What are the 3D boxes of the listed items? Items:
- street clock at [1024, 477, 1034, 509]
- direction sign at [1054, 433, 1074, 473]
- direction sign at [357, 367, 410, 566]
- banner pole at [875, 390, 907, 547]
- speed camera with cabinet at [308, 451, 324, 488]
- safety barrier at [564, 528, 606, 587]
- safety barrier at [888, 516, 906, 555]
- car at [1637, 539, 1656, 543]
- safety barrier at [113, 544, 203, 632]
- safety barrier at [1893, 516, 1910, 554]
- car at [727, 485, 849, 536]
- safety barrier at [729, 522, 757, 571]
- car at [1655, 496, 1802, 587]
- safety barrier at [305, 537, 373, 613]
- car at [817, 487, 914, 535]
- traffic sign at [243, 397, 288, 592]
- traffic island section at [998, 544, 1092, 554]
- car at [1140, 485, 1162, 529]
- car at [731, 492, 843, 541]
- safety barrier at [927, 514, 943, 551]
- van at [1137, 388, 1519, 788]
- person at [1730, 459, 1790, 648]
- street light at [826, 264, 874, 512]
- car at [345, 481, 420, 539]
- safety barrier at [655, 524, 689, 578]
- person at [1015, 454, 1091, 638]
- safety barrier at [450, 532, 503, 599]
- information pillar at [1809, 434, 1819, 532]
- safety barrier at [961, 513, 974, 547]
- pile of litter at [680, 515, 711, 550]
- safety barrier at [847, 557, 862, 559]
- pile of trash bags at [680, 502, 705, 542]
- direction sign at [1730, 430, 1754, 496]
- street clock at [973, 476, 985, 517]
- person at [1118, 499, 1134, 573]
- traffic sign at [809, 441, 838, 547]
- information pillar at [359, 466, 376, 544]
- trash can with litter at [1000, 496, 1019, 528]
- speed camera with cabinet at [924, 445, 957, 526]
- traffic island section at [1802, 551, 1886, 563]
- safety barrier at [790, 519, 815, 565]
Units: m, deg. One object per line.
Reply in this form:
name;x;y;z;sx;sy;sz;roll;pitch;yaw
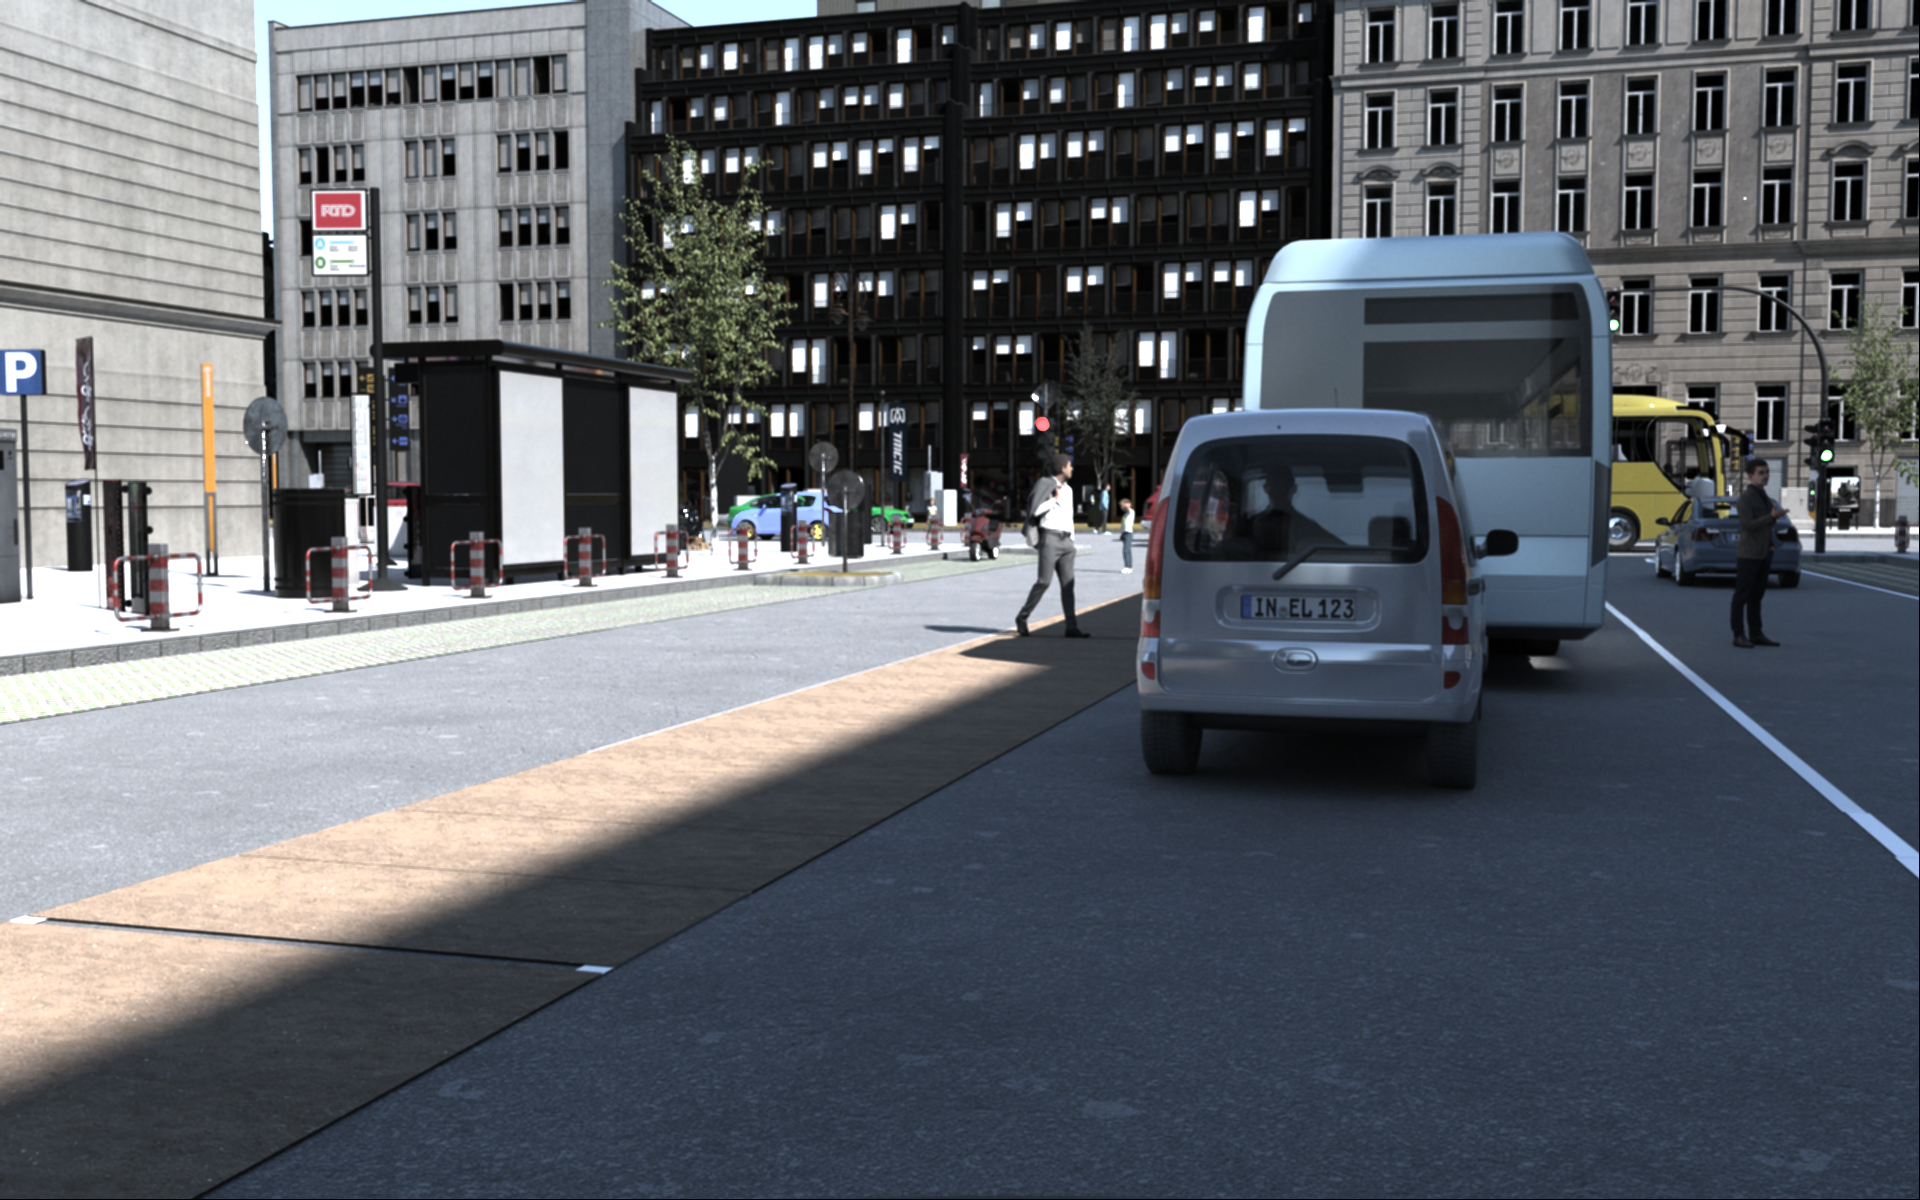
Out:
street clock;2.966;-4.253;74.102;0.358;2.002;0.471;-2;4;-27
direction sign;3.820;-4.451;64.776;0.876;3.537;0.379;1;4;11
direction sign;-10.316;-2.390;31.067;0.876;3.537;0.379;0;4;-7
banner pole;-1.652;-3.173;41.895;0.863;3.779;0.401;1;4;16
speed camera with cabinet;-29.417;-5.203;79.400;0.660;3.252;2.038;-1;4;-12
safety barrier;-5.167;-0.587;23.876;0.300;0.817;1.120;1;4;16
safety barrier;-1.335;-1.376;36.775;0.300;0.817;1.120;1;4;16
car;18.770;-2.084;46.078;4.499;1.417;2.014;1;4;15
safety barrier;-7.463;-0.114;16.141;0.300;0.817;1.120;1;4;16
safety barrier;20.346;-1.414;37.398;0.300;0.817;1.120;1;4;16
car;-5.482;-3.028;58.310;4.718;1.807;1.959;1;4;17
safety barrier;-3.637;-0.903;29.039;0.300;0.817;1.120;1;4;16
car;12.397;-0.982;28.058;2.014;1.417;4.499;1;4;16
safety barrier;-6.699;-0.272;18.716;0.300;0.817;1.120;1;4;16
car;-3.967;-3.285;62.501;4.718;1.807;1.959;1;4;18
traffic sign;-9.106;-1.381;22.679;0.768;2.556;0.104;2;4;24
traffic island section;2.064;-1.232;42.432;2.009;0.180;2.903;1;4;16
car;8.090;-2.655;52.079;5.304;1.827;2.281;1;4;15
car;-5.295;-2.701;53.751;3.694;1.707;1.945;1;4;17
safety barrier;-0.576;-1.533;39.346;0.300;0.817;1.120;1;4;16
van;2.158;-0.180;9.954;2.013;2.044;4.112;1;4;17
person;7.546;-0.435;16.137;0.617;1.759;0.750;-2;4;-26
street light;-2.201;-3.803;34.967;0.468;5.910;1.993;1;4;16
car;-17.423;-2.665;52.249;5.304;1.827;2.281;1;4;15
safety barrier;-4.400;-0.745;26.463;0.300;0.817;1.120;1;4;16
person;0.905;-0.528;17.240;0.850;1.850;0.679;3;4;37
safety barrier;-5.934;-0.429;21.290;0.300;0.817;1.120;1;4;16
information pillar;29.263;-4.144;59.107;0.183;3.616;0.504;-3;4;-36
safety barrier;0.193;-1.691;41.929;0.300;0.817;1.120;1;4;16
pile of litter;-6.289;-1.611;40.298;1.176;0.858;1.719;1;4;18
safety barrier;-2.108;-1.218;34.188;0.300;0.817;1.120;1;4;16
pile of trash bags;-8.307;-2.150;44.908;3.447;1.369;1.912;0;4;-3
direction sign;27.830;-4.262;61.681;0.876;3.537;0.379;-1;4;-10
street clock;0.748;-3.931;68.839;0.471;2.002;0.358;0;4;-4
person;3.023;-1.174;31.608;0.340;1.345;0.435;-1;4;-17
traffic sign;-3.312;-2.555;41.881;0.768;2.556;0.104;1;4;19
information pillar;-15.231;-2.448;44.513;0.304;2.012;0.304;2;4;31
trash can with litter;1.644;-3.384;66.390;1.678;1.210;2.233;1;4;14
speed camera with cabinet;-0.786;-4.596;69.480;0.660;3.252;2.038;-2;4;-24
traffic island section;18.642;-0.932;37.525;2.009;0.180;2.903;1;4;16
safety barrier;-2.870;-1.060;31.613;0.300;0.817;1.120;1;4;16
